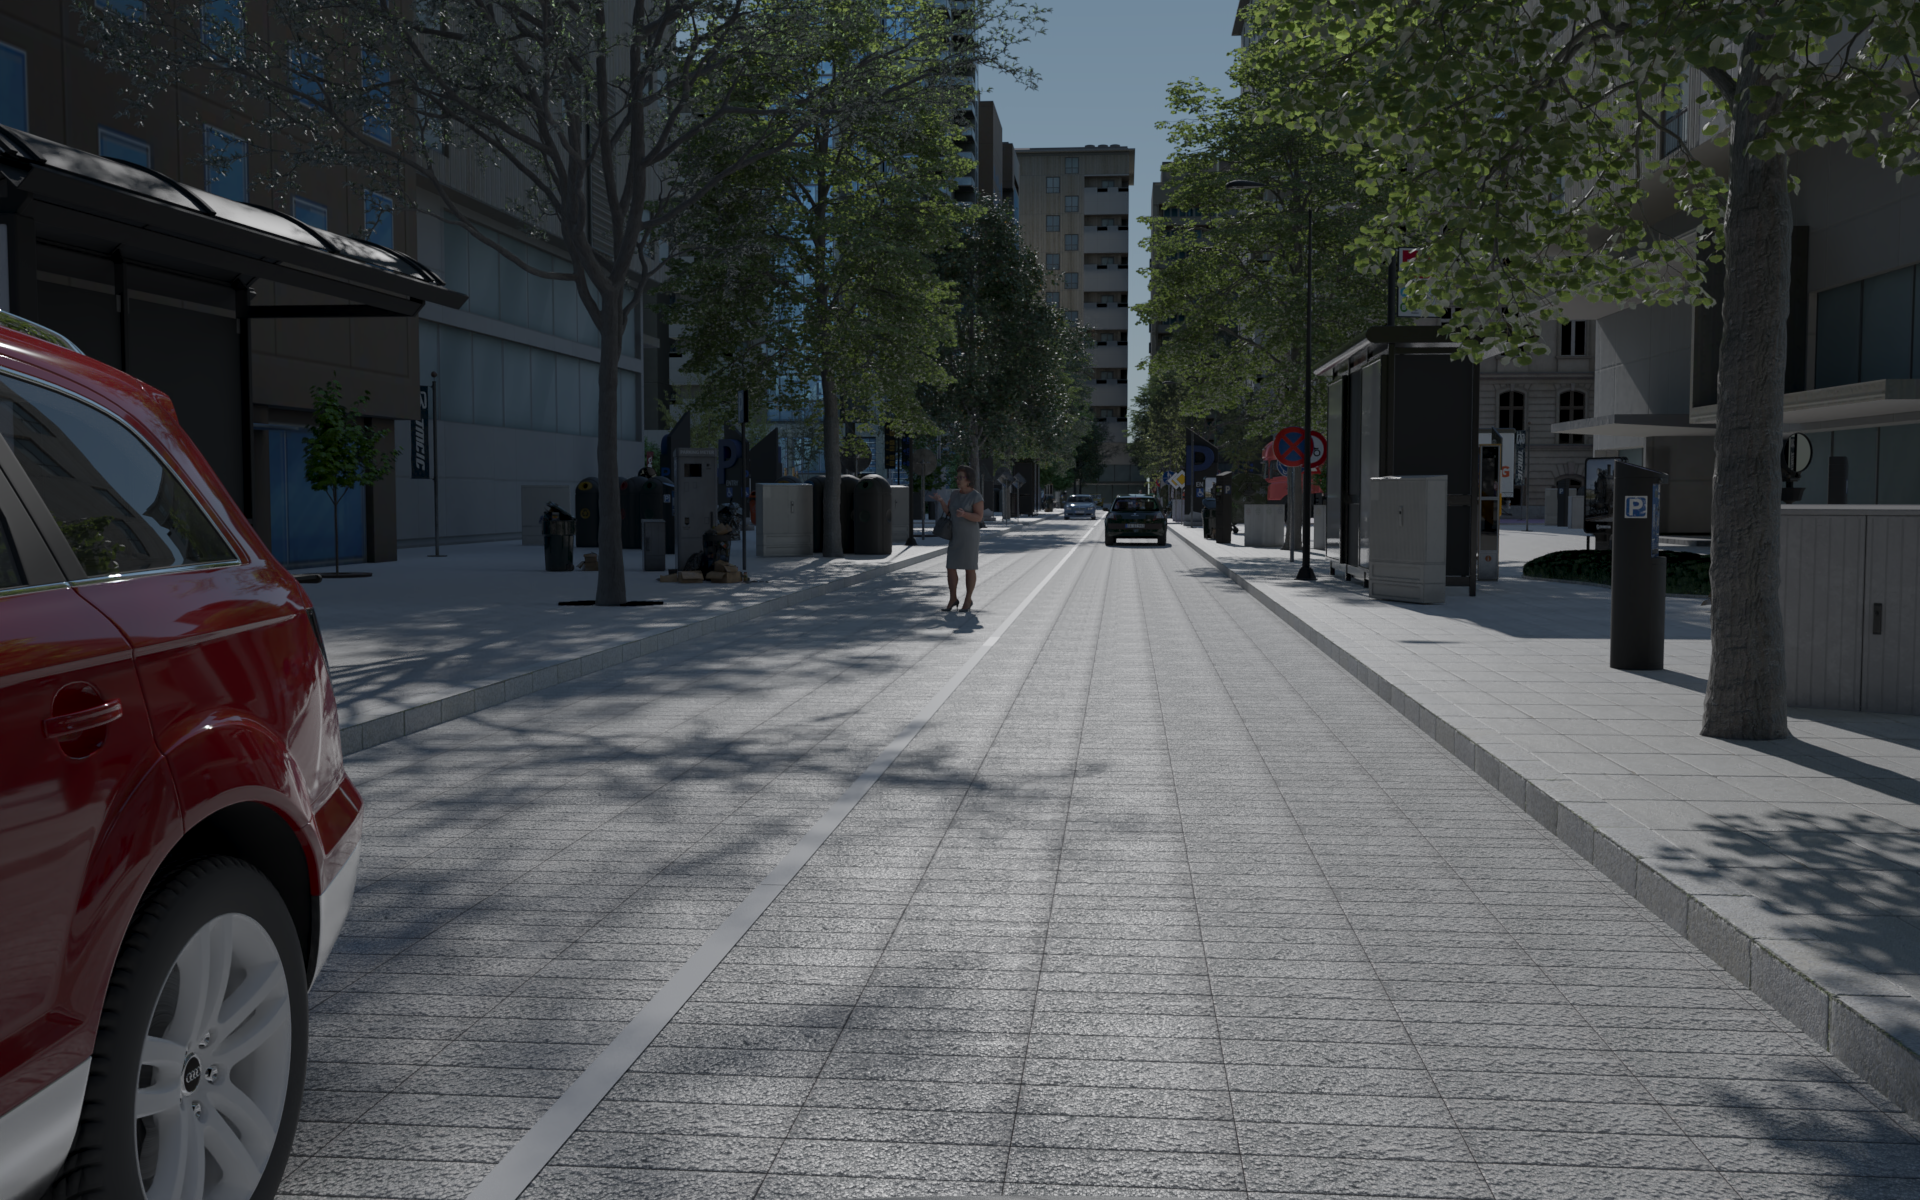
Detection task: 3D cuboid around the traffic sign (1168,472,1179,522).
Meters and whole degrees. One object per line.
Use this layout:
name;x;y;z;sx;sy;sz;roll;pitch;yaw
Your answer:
traffic sign;9.900;-4.633;79.394;0.795;2.450;0.064;0;4;5

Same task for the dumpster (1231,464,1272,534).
dumpster;9.421;-3.324;56.844;1.502;2.255;1.985;0;4;6

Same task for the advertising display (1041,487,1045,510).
advertising display;6.678;-8.200;139.286;0.123;1.923;0.974;-1;4;-11

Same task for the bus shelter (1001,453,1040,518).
bus shelter;3.464;-7.410;98.782;2.179;5.291;8.768;0;4;6

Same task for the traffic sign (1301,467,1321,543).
traffic sign;9.037;-2.784;45.518;0.884;2.594;0.081;1;4;13

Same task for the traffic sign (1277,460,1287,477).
traffic sign;9.775;-3.137;51.398;0.768;2.556;0.104;0;4;6

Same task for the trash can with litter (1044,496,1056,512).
trash can with litter;6.283;-6.736;121.525;0.624;1.170;1.055;1;4;20

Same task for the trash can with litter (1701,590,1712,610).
trash can with litter;8.496;-0.436;18.516;1.055;1.170;0.624;3;5;43

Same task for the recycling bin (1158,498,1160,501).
recycling bin;14.459;-6.927;125.814;0.722;1.027;0.722;1;4;21

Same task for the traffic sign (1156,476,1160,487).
traffic sign;14.225;-7.491;122.576;0.768;2.556;0.104;1;4;14

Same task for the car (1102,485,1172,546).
car;5.046;-2.426;49.457;2.009;1.686;4.222;0;4;7

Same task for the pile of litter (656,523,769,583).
pile of litter;-3.629;-0.689;25.229;1.719;0.858;1.176;3;4;37

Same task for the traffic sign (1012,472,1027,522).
traffic sign;2.690;-4.676;80.092;0.795;2.450;0.064;0;4;5

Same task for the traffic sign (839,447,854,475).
traffic sign;-2.978;-2.777;45.505;0.768;2.556;0.104;1;4;11

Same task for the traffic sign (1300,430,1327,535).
traffic sign;6.967;-2.108;34.576;0.768;2.556;0.104;1;4;8

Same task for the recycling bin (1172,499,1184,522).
recycling bin;10.383;-4.194;81.128;0.722;1.027;0.722;1;4;21

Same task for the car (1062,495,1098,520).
car;6.750;-5.210;97.182;2.014;1.417;4.499;0;4;5

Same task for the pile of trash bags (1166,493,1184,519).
pile of trash bags;11.628;-4.892;89.743;1.912;1.369;3.447;0;4;3

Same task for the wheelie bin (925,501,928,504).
wheelie bin;-3.156;-9.013;155.270;0.693;1.594;0.980;-3;4;-38

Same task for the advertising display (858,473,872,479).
advertising display;-3.139;-2.978;53.897;0.974;1.923;0.123;-3;5;-42

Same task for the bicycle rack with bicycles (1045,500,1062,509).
bicycle rack with bicycles;7.341;-8.250;148.272;2.925;0.926;2.852;0;4;1

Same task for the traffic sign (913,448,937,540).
traffic sign;-1.026;-2.941;48.190;0.768;2.556;0.104;0;4;6

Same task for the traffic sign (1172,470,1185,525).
traffic sign;9.151;-4.147;71.444;0.795;2.450;0.064;0;4;5

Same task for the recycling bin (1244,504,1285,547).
recycling bin;7.469;-1.832;42.509;0.722;1.027;0.722;-2;4;-33

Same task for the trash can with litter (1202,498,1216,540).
trash can with litter;7.275;-2.311;49.175;0.624;1.170;1.055;-1;4;-14

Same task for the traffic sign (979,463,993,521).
traffic sign;0.955;-4.433;72.484;0.884;2.594;0.081;1;4;13

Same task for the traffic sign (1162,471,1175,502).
traffic sign;11.407;-5.767;94.395;0.768;2.556;0.104;1;4;12

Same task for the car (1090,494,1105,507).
car;14.558;-10.768;186.281;2.015;1.641;3.980;0;4;6

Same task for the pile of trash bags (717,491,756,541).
pile of trash bags;-6.539;-2.305;47.441;3.447;1.369;1.912;2;4;35

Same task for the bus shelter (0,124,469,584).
bus shelter;-5.193;-1.060;11.260;2.014;3.302;5.546;0;4;5

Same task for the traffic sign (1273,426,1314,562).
traffic sign;6.257;-1.985;32.566;0.768;2.556;0.104;1;4;9

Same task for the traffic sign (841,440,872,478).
traffic sign;-2.443;-2.485;40.734;0.768;2.556;0.104;1;4;14

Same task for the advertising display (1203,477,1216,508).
advertising display;9.487;-3.607;64.184;0.974;1.923;0.123;-1;4;-15

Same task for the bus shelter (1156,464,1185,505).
bus shelter;14.452;-7.594;118.086;2.014;3.302;5.546;0;4;5

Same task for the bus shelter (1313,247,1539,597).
bus shelter;6.522;-2.946;25.795;2.179;5.291;8.768;0;4;5

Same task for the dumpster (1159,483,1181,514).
dumpster;13.646;-6.696;111.973;1.502;2.255;1.985;0;4;5

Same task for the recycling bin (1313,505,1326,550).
recycling bin;8.668;-1.680;40.025;0.722;1.027;0.722;-2;4;-31

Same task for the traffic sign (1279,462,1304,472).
traffic sign;8.584;-2.718;44.542;0.768;2.556;0.104;1;4;14

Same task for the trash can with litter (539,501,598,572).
trash can with litter;-6.456;-1.070;28.888;1.055;1.170;0.624;-1;4;-23

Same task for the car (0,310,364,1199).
car;-2.412;0.429;1.662;2.281;1.827;5.304;0;4;3

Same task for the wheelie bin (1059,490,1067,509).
wheelie bin;8.973;-8.715;150.398;0.693;1.594;0.980;0;4;-4

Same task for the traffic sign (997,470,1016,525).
traffic sign;1.941;-4.190;72.142;0.795;2.450;0.064;0;4;5

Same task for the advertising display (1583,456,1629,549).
advertising display;11.227;-1.524;30.133;0.123;1.923;0.974;-1;4;-20
